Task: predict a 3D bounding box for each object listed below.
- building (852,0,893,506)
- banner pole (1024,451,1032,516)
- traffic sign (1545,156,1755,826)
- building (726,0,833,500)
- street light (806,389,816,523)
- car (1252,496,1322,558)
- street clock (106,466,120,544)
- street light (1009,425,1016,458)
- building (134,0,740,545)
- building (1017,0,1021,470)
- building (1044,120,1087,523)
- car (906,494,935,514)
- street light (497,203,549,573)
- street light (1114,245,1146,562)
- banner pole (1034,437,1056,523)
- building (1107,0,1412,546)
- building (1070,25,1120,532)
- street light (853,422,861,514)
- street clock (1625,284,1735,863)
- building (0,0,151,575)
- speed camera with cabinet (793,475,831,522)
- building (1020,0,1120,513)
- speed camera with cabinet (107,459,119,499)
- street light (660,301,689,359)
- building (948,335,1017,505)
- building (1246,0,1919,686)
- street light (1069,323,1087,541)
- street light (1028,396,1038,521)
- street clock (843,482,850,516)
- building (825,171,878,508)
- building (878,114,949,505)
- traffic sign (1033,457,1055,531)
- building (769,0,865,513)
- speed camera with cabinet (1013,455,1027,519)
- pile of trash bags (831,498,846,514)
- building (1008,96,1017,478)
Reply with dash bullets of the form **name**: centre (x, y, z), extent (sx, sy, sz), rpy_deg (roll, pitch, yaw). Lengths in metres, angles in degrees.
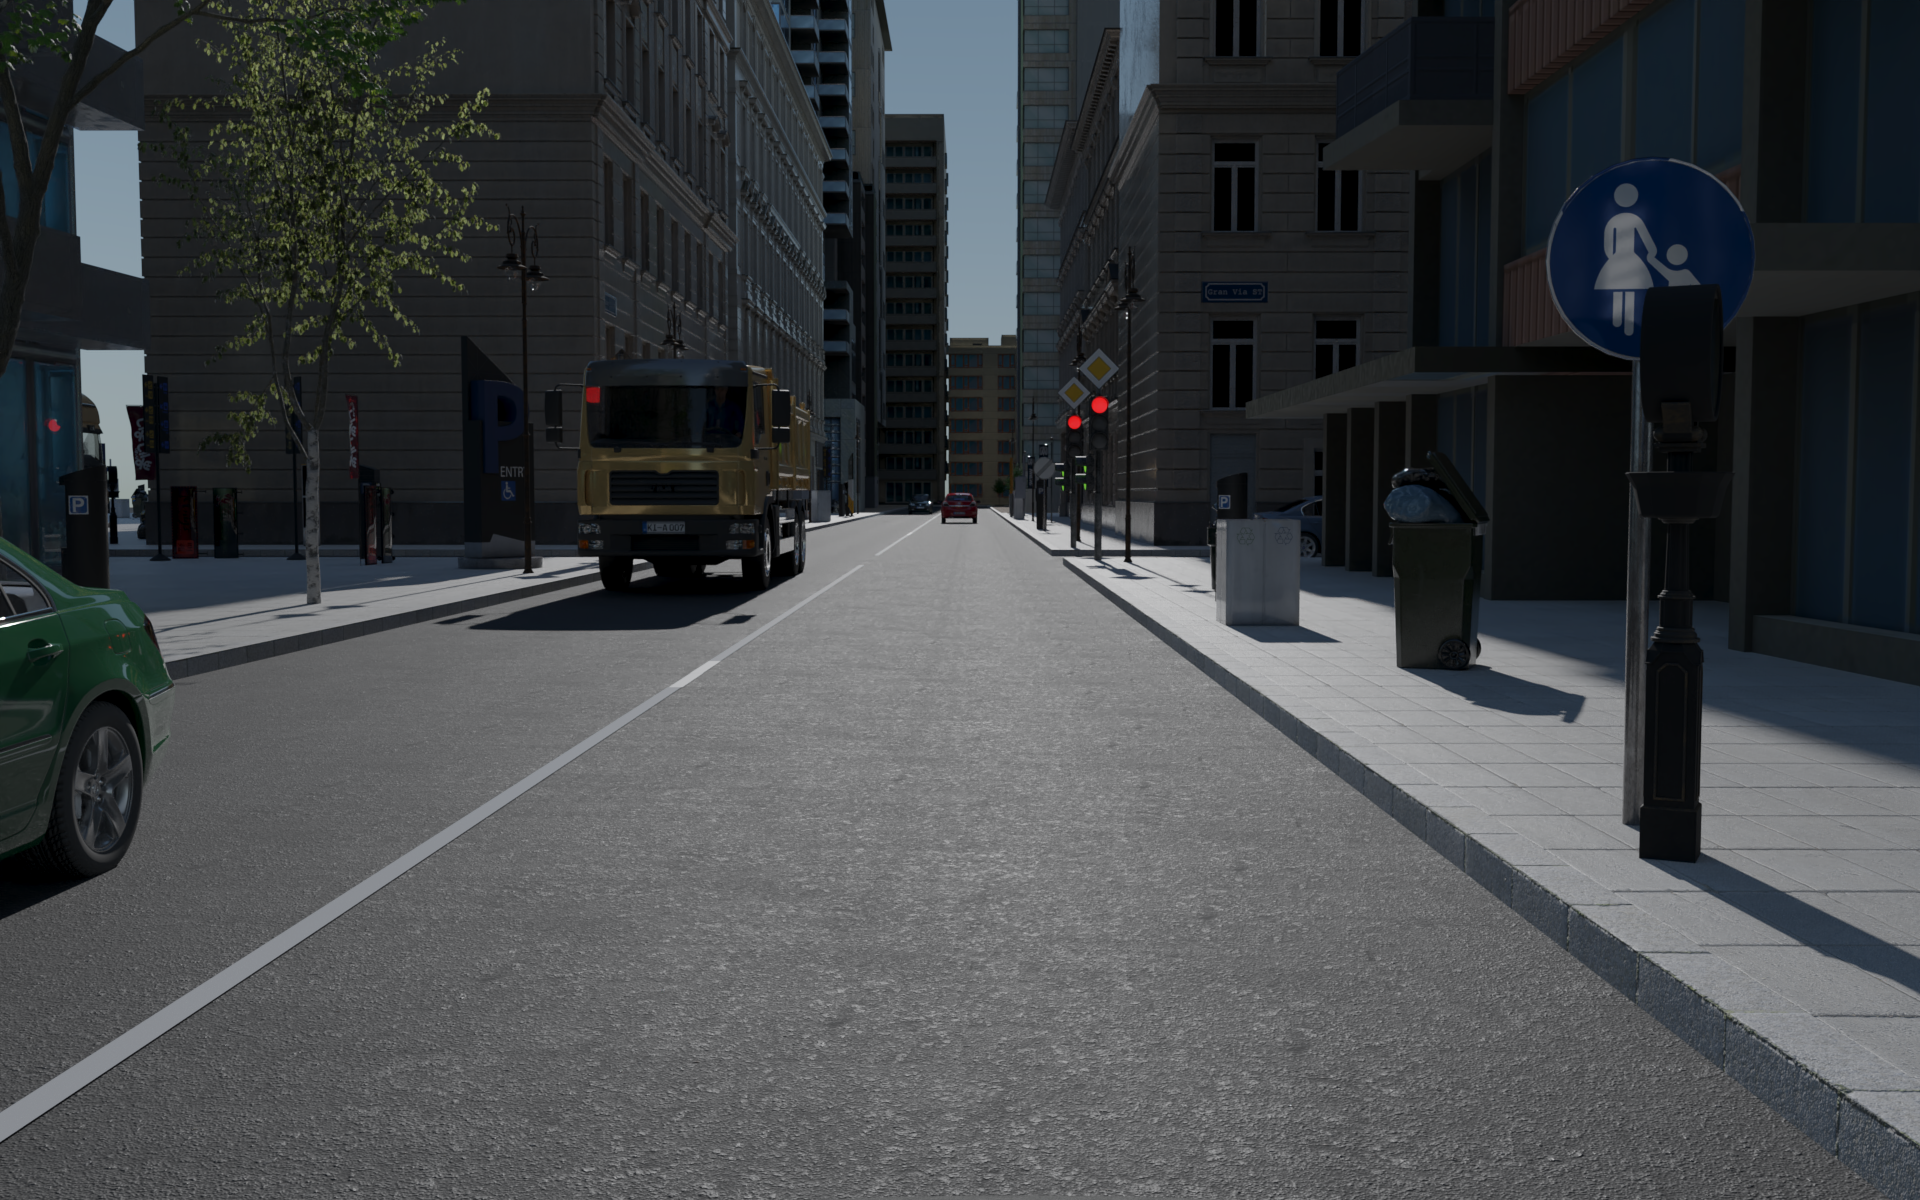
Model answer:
- **building**: centre (-21.221, -35.932, 176.726), extent (27.495, 52.752, 28.713), rpy_deg (0, 4, 0)
- **banner pole**: centre (4.020, -6.812, 101.387), extent (0.863, 3.779, 0.401), rpy_deg (1, 4, 19)
- **traffic sign**: centre (2.618, -0.401, 6.659), extent (0.768, 2.556, 0.104), rpy_deg (0, 4, 5)
- **building**: centre (-16.622, -19.186, 90.108), extent (17.030, 29.872, 44.131), rpy_deg (0, 4, 0)
- **street light**: centre (-6.631, -6.339, 76.426), extent (0.468, 5.910, 1.993), rpy_deg (0, 4, 0)
- **car**: centre (8.475, -1.540, 37.182), extent (4.499, 1.417, 2.014), rpy_deg (0, 4, 0)
- **street clock**: centre (-21.749, -2.440, 44.462), extent (0.358, 2.002, 0.471), rpy_deg (-2, 4, -32)
- **street light**: centre (3.534, -8.772, 116.203), extent (0.468, 5.910, 1.993), rpy_deg (0, 4, 0)
- **building**: centre (-14.661, -15.758, 54.912), extent (12.463, 27.353, 25.104), rpy_deg (0, 4, 0)
- **building**: centre (15.312, -36.912, 145.503), extent (21.231, 58.520, 28.212), rpy_deg (0, 4, 0)
- **building**: centre (10.023, -15.021, 96.507), extent (10.553, 20.767, 40.483), rpy_deg (0, 4, 0)
- **car**: centre (-2.811, -6.958, 123.547), extent (2.009, 1.686, 4.222), rpy_deg (0, 4, -1)
- **street light**: centre (-6.999, -3.371, 27.901), extent (0.468, 5.910, 1.993), rpy_deg (0, 4, 0)
- **street light**: centre (3.163, -3.649, 32.446), extent (0.468, 5.910, 1.993), rpy_deg (0, 4, 0)
- **banner pole**: centre (3.839, -5.292, 76.537), extent (0.863, 3.779, 0.401), rpy_deg (2, 4, 28)
- **building**: centre (16.933, -15.303, 47.468), extent (25.104, 27.353, 12.463), rpy_deg (0, 4, 0)
- **building**: centre (9.986, -12.300, 65.732), extent (10.561, 19.102, 19.286), rpy_deg (0, 4, 0)
- **street light**: centre (-6.571, -8.470, 111.280), extent (0.468, 5.910, 1.993), rpy_deg (0, 4, 0)
- **street clock**: centre (2.516, -0.092, 6.076), extent (0.358, 2.002, 0.471), rpy_deg (2, 4, 28)
- **building**: centre (-26.968, -24.316, 17.184), extent (30.456, 49.044, 23.786), rpy_deg (0, 4, 0)
- **speed camera with cabinet**: centre (-6.781, -5.205, 79.443), extent (0.660, 3.252, 2.038), rpy_deg (2, 4, 35)
- **building**: centre (11.340, -26.994, 124.945), extent (14.154, 41.232, 14.086), rpy_deg (0, 4, 0)
- **speed camera with cabinet**: centre (-48.176, -6.267, 96.801), extent (2.038, 3.252, 0.660), rpy_deg (-2, 4, -34)
- **street light**: centre (-6.851, -4.215, 41.703), extent (0.468, 5.910, 1.993), rpy_deg (0, 4, 0)
- **building**: centre (13.178, -22.627, 214.994), extent (28.899, 21.520, 27.650), rpy_deg (0, 4, 0)
- **building**: centre (16.001, -22.163, 16.993), extent (22.147, 44.769, 28.867), rpy_deg (0, 4, 0)
- **street light**: centre (3.216, -4.531, 46.862), extent (0.468, 5.910, 1.993), rpy_deg (0, 4, 0)
- **street light**: centre (3.442, -6.651, 81.532), extent (0.468, 5.910, 1.993), rpy_deg (0, 4, 0)
- **street clock**: centre (-6.508, -5.852, 100.247), extent (0.471, 2.002, 0.358), rpy_deg (-2, 4, -34)
- **building**: centre (-14.782, -23.416, 154.549), extent (14.160, 30.474, 14.107), rpy_deg (0, 4, 0)
- **building**: centre (-12.275, -35.947, 211.438), extent (21.600, 48.544, 21.300), rpy_deg (0, 4, 0)
- **traffic sign**: centre (2.920, -3.657, 59.900), extent (0.768, 2.556, 0.104), rpy_deg (0, 4, 4)
- **building**: centre (-18.149, -50.011, 130.346), extent (22.319, 86.520, 31.000), rpy_deg (0, 4, 0)
- **speed camera with cabinet**: centre (3.047, -5.794, 89.060), extent (0.660, 3.252, 2.038), rpy_deg (0, 4, -2)
- **pile of trash bags**: centre (-9.021, -6.434, 114.950), extent (3.447, 1.369, 1.912), rpy_deg (3, 5, 41)
- **building**: centre (16.980, -34.016, 175.768), extent (23.786, 49.044, 30.456), rpy_deg (0, 4, 0)
